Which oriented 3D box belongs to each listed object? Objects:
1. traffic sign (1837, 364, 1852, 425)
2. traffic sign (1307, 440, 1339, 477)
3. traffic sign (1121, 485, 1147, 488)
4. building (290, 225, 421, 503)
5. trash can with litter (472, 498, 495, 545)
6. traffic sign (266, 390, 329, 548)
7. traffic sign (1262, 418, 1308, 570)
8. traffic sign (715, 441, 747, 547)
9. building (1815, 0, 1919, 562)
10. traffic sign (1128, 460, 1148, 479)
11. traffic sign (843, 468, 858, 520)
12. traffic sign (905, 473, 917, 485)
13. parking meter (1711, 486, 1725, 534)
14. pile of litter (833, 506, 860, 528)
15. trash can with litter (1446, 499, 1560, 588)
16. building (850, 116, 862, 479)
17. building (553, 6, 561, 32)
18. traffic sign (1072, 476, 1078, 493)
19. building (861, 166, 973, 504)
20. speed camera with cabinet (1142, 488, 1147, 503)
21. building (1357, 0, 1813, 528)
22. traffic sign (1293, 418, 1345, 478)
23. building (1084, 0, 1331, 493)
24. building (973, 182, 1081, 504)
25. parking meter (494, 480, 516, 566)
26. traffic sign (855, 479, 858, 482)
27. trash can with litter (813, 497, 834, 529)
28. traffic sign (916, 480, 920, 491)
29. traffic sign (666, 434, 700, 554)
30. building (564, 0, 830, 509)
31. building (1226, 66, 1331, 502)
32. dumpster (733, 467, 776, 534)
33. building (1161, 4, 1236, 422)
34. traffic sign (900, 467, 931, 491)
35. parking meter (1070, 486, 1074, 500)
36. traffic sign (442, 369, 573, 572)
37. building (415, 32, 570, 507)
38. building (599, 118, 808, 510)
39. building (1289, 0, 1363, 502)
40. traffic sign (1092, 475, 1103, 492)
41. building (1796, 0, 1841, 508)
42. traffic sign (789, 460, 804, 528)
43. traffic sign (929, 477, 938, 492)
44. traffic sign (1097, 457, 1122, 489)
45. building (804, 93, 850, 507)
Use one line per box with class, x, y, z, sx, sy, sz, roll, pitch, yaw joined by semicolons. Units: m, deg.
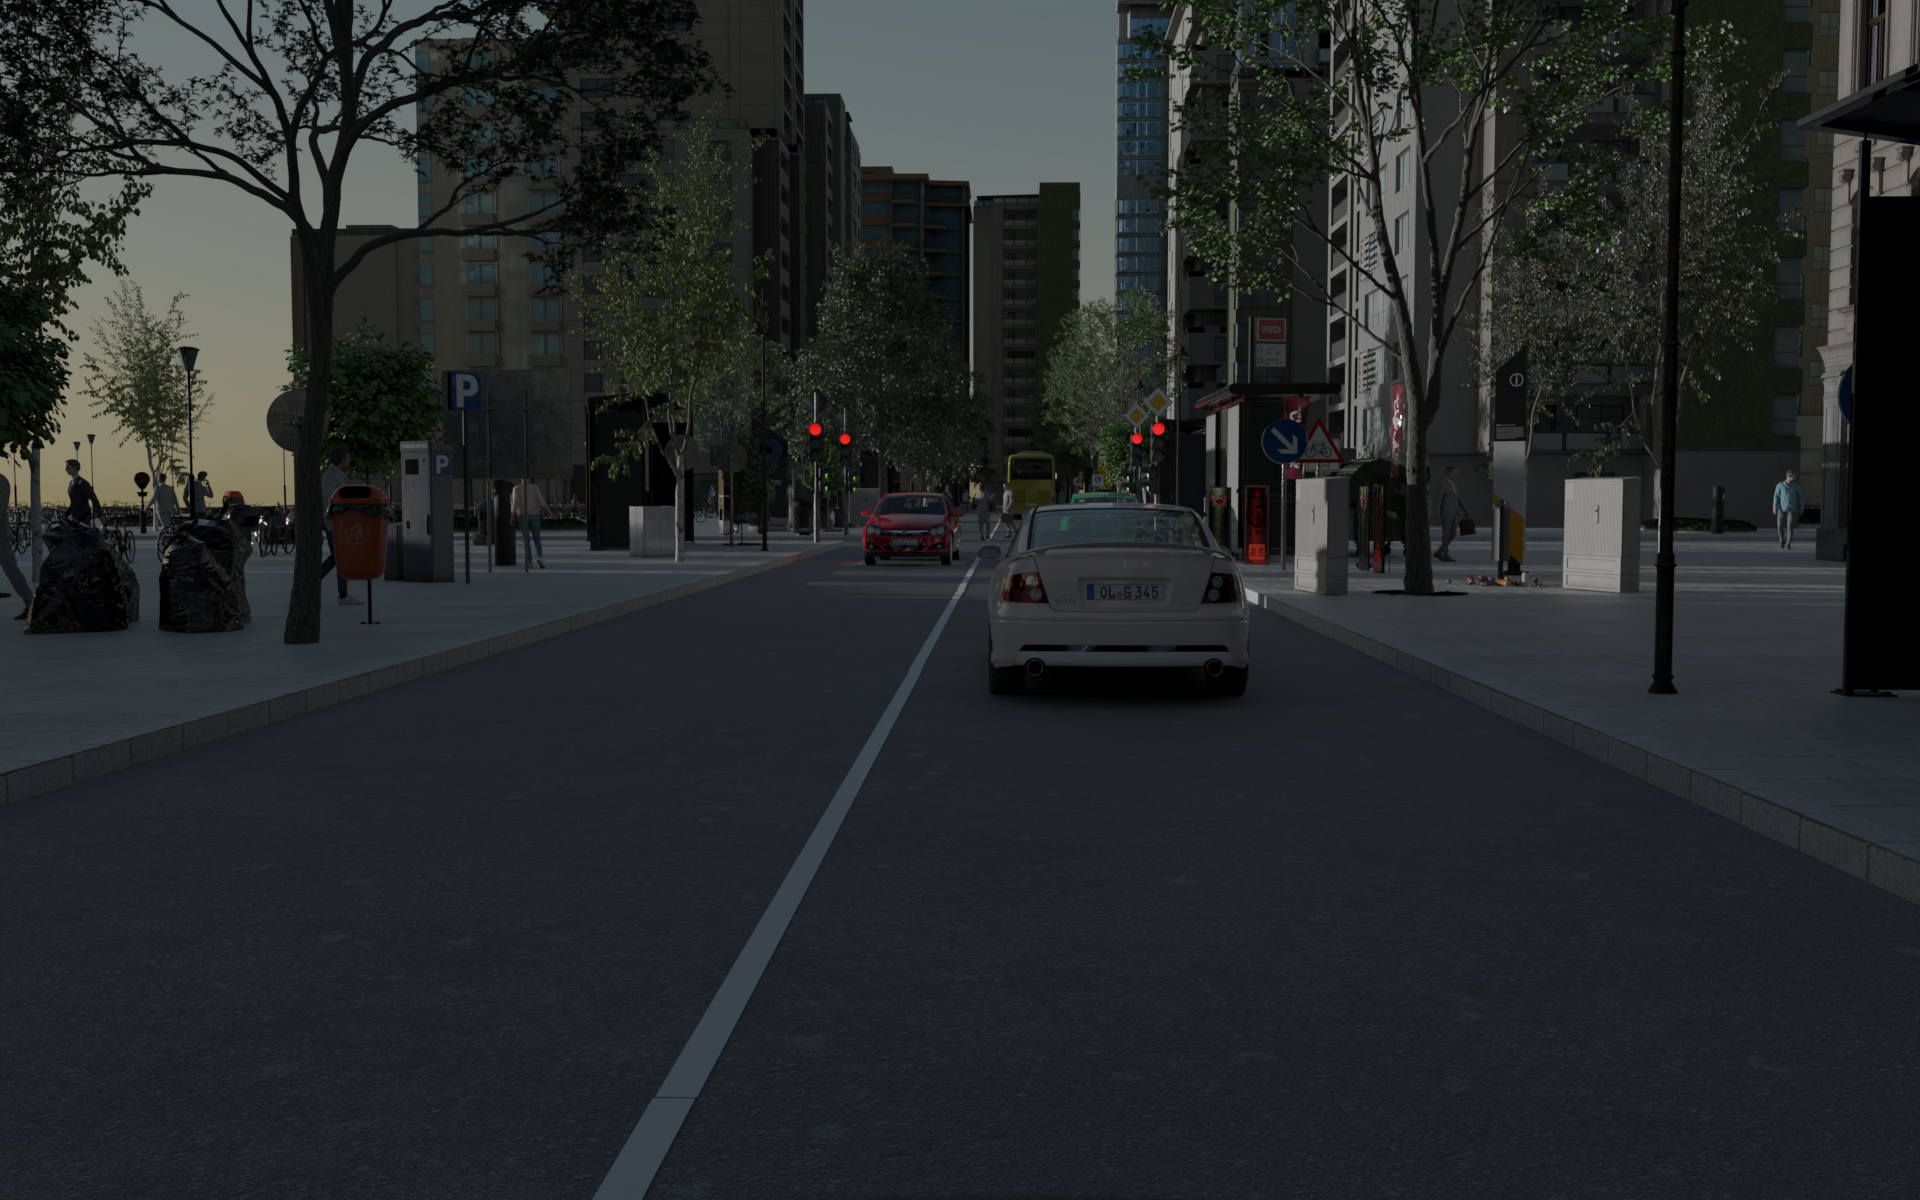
traffic sign;8.250;-0.948;15.598;0.768;2.556;0.104;0;4;3
traffic sign;6.746;-1.841;32.237;0.606;2.300;0.079;0;4;7
traffic sign;7.723;-4.712;70.914;2.265;3.308;0.079;1;4;9
building;-63.480;-25.569;189.756;14.107;30.474;14.160;0;4;2
trash can with litter;-11.939;-1.981;43.781;0.624;1.170;1.055;0;4;1
traffic sign;-8.102;-1.289;21.188;0.768;2.556;0.104;0;4;2
traffic sign;5.473;-1.782;29.246;0.768;2.556;0.104;1;4;10
traffic sign;-5.518;-2.546;41.730;0.768;2.556;0.104;0;4;6
building;21.116;-10.704;24.157;9.793;20.994;18.267;0;4;2
traffic sign;6.459;-3.831;62.751;0.768;2.556;0.104;0;4;3
traffic sign;-5.433;-5.219;85.429;0.768;2.556;0.104;0;4;3
traffic sign;-2.956;-6.451;105.574;0.768;2.556;0.104;0;4;2
parking meter;24.454;-2.903;55.875;0.372;1.533;0.369;0;3;0
pile of litter;-4.430;-3.220;66.613;1.176;0.858;1.719;-1;4;-10
trash can with litter;7.827;-0.837;24.740;1.678;1.210;2.233;1;4;16
building;-17.923;-30.819;187.480;14.086;41.232;14.154;0;4;2
building;-43.619;-56.394;234.715;31.000;86.520;22.319;0;4;2
traffic sign;8.465;-7.646;125.123;0.768;2.556;0.104;1;4;9
building;-12.842;-35.448;234.197;28.867;44.769;22.147;0;4;2
speed camera with cabinet;8.016;-4.787;72.611;0.660;3.252;2.038;0;4;-2
building;24.682;-23.671;70.619;14.086;41.232;14.154;0;4;2
traffic sign;6.157;-1.822;29.792;0.884;2.594;0.081;0;4;5
building;32.452;-56.243;232.248;31.000;86.520;22.319;0;4;2
building;8.713;-33.395;229.596;14.086;41.232;14.154;0;4;2
parking meter;-8.165;-1.386;31.075;0.372;1.533;0.369;0;3;0
traffic sign;-5.952;-5.849;95.630;0.884;2.594;0.081;0;4;4
trash can with litter;-5.005;-3.213;63.926;0.624;1.170;1.055;1;4;10
traffic sign;-2.962;-7.764;126.946;0.884;2.594;0.081;1;4;9
traffic sign;-5.931;-2.257;37.012;0.768;2.556;0.104;1;4;11
building;-22.359;-43.766;153.827;20.563;71.187;20.611;0;4;2
building;25.460;-21.363;120.987;14.160;30.474;14.107;0;4;2
dumpster;-6.783;-3.246;55.565;1.502;2.255;1.985;0;4;2
building;36.018;-36.033;178.386;28.713;52.752;27.495;0;4;2
traffic sign;-3.319;-8.248;128.729;2.265;3.308;0.079;0;4;6
parking meter;7.784;-7.020;120.494;0.255;1.863;0.399;1;4;16
traffic sign;-7.418;-2.108;28.347;2.265;3.308;0.079;1;4;11
building;-40.954;-34.452;182.891;30.456;49.044;23.786;0;4;2
building;-19.889;-22.335;136.876;14.160;30.474;14.107;0;4;2
building;30.196;-40.123;94.271;20.563;71.187;20.611;0;4;2
traffic sign;7.309;-5.488;91.860;0.606;2.300;0.079;0;4;4
building;71.182;-35.921;176.547;27.495;52.752;28.713;0;4;2
traffic sign;-6.283;-3.995;65.423;0.768;2.556;0.104;0;4;5
traffic sign;-1.805;-7.337;120.070;0.768;2.556;0.104;0;4;4
traffic sign;8.605;-6.155;94.510;2.265;3.308;0.079;0;4;3
building;-18.961;-29.869;171.958;14.154;41.232;14.086;0;4;2
